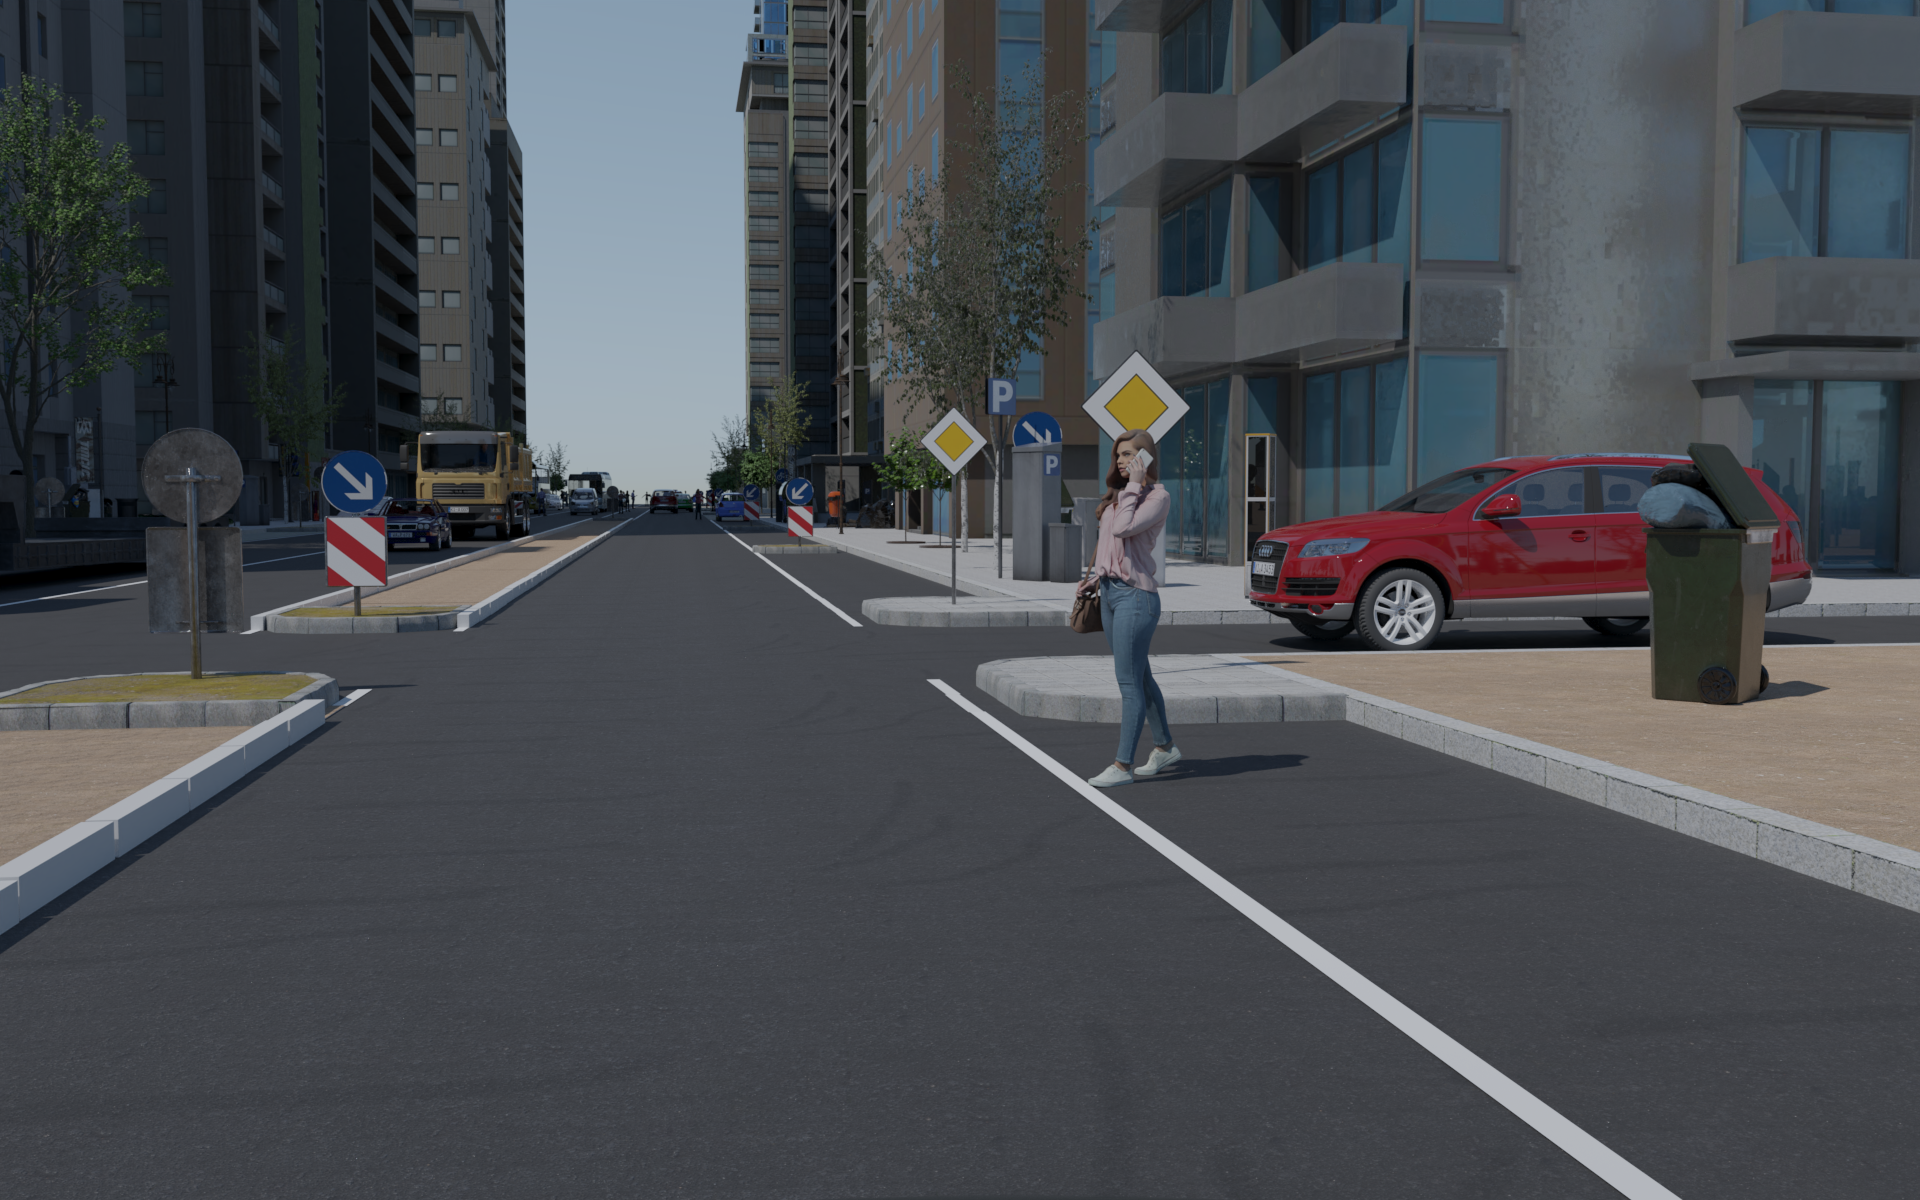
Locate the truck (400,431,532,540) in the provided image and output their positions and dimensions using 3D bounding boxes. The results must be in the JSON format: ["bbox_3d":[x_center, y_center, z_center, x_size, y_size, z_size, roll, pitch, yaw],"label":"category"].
[{"bbox_3d":[-15.553,-3.657,55.710,3.469,3.379,9.791,0,4,-8],"label":"truck"}]

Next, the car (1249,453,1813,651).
[{"bbox_3d":[5.390,-0.483,16.576,5.304,1.827,2.281,-1,4,-10],"label":"car"}]

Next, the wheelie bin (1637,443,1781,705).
[{"bbox_3d":[4.647,-0.177,10.810,0.693,1.594,0.980,3,5,42],"label":"wheelie bin"}]

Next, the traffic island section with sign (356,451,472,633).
[{"bbox_3d":[-6.418,-0.648,18.738,2.006,1.907,1.989,-1,4,-9],"label":"traffic island section with sign"}]

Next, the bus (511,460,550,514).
[{"bbox_3d":[-31.613,-8.227,126.058,2.896,3.916,12.252,-1,4,-9],"label":"bus"}]

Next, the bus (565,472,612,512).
[{"bbox_3d":[-29.307,-8.719,137.407,2.948,3.499,13.247,0,4,-8],"label":"bus"}]

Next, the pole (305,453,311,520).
[{"bbox_3d":[-31.721,-5.528,84.227,0.158,3.312,0.155,0,3,0],"label":"pole"}]

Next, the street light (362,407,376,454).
[{"bbox_3d":[-31.584,-7.331,92.653,0.468,5.910,1.993,-1,4,-9],"label":"street light"}]

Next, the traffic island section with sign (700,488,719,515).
[{"bbox_3d":[-16.648,-6.739,118.804,1.989,1.847,2.006,-1,4,-9],"label":"traffic island section with sign"}]

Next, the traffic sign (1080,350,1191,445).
[{"bbox_3d":[1.225,-0.521,12.167,0.795,2.450,0.064,-1,4,-9],"label":"traffic sign"}]

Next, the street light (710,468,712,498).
[{"bbox_3d":[-36.149,-17.061,251.736,0.468,5.910,1.993,-1,4,-9],"label":"street light"}]

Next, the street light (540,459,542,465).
[{"bbox_3d":[-51.386,-14.661,212.490,0.468,5.910,1.993,-1,4,-9],"label":"street light"}]

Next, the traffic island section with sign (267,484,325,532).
[{"bbox_3d":[-25.124,-3.499,65.835,1.989,1.847,2.006,-1,4,-9],"label":"traffic island section with sign"}]

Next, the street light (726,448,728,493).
[{"bbox_3d":[-22.662,-12.002,169.025,0.468,5.910,1.993,-1,4,-9],"label":"street light"}]

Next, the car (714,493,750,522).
[{"bbox_3d":[-12.056,-5.025,91.745,1.945,1.707,3.694,-1,4,-10],"label":"car"}]

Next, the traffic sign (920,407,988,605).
[{"bbox_3d":[-0.074,-1.003,20.046,0.795,2.450,0.064,-1,4,-9],"label":"traffic sign"}]

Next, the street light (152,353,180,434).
[{"bbox_3d":[-25.504,-5.075,55.757,0.468,5.910,1.993,-1,4,-9],"label":"street light"}]

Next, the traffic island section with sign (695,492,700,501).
[{"bbox_3d":[-21.040,-8.365,145.400,1.989,1.847,2.006,-1,4,-9],"label":"traffic island section with sign"}]

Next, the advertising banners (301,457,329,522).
[{"bbox_3d":[-30.287,-5.206,81.303,0.090,3.025,2.074,1,4,19],"label":"advertising banners"}]

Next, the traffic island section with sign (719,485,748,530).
[{"bbox_3d":[-8.482,-3.709,69.269,1.989,1.847,2.006,-1,4,-9],"label":"traffic island section with sign"}]

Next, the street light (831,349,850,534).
[{"bbox_3d":[-3.794,-5.042,55.221,0.468,5.910,1.993,-1,4,-9],"label":"street light"}]

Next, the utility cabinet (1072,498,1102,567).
[{"bbox_3d":[2.268,-1.206,30.875,0.306,1.237,1.020,1,4,20],"label":"utility cabinet"}]

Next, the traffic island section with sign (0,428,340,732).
[{"bbox_3d":[-5.223,-0.201,11.428,2.006,1.907,1.989,-1,4,-9],"label":"traffic island section with sign"}]

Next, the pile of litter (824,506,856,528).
[{"bbox_3d":[-4.437,-3.225,66.694,1.719,0.858,1.176,-1,4,-10],"label":"pile of litter"}]

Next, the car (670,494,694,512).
[{"bbox_3d":[-22.206,-7.907,138.079,1.959,1.807,4.718,-1,4,-11],"label":"car"}]

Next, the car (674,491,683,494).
[{"bbox_3d":[-32.308,-11.511,196.874,2.281,1.827,5.304,0,4,-8],"label":"car"}]

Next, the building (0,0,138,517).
[{"bbox_3d":[-40.584,-31.146,51.239,21.231,58.520,28.212,-1,4,-9],"label":"building"}]

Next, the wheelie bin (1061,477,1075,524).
[{"bbox_3d":[1.347,-1.208,27.662,0.980,1.594,0.693,-3,5,-39],"label":"wheelie bin"}]

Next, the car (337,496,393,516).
[{"bbox_3d":[-20.402,-2.913,59.996,2.083,1.381,4.827,-1,4,-11],"label":"car"}]

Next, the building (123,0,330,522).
[{"bbox_3d":[-38.808,-24.339,81.544,14.154,41.232,14.086,-1,4,-9],"label":"building"}]

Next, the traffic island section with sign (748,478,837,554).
[{"bbox_3d":[-4.104,-2.082,42.671,1.989,1.847,2.006,-1,4,-9],"label":"traffic island section with sign"}]

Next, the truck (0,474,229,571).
[{"bbox_3d":[-15.398,-2.289,27.192,2.967,4.110,18.799,0,4,-8],"label":"truck"}]

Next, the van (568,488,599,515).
[{"bbox_3d":[-25.599,-6.785,117.949,2.013,2.044,4.112,0,4,-8],"label":"van"}]

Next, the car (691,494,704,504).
[{"bbox_3d":[-36.506,-14.139,240.757,1.945,1.707,3.694,0,4,-8],"label":"car"}]

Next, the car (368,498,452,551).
[{"bbox_3d":[-14.113,-1.952,44.491,1.945,1.354,3.894,-1,4,-10],"label":"car"}]

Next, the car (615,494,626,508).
[{"bbox_3d":[-36.036,-10.575,182.685,2.009,1.686,4.222,0,4,-8],"label":"car"}]

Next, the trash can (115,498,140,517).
[{"bbox_3d":[-27.553,-2.794,57.328,0.748,1.137,0.748,0,3,0],"label":"trash can"}]

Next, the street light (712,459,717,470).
[{"bbox_3d":[-30.038,-14.748,213.913,0.468,5.910,1.993,-1,4,-9],"label":"street light"}]

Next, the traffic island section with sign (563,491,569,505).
[{"bbox_3d":[-51.163,-13.161,223.816,1.989,1.847,2.006,-1,4,-9],"label":"traffic island section with sign"}]

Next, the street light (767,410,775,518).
[{"bbox_3d":[-10.200,-7.391,93.635,0.468,5.910,1.993,-1,4,-9],"label":"street light"}]

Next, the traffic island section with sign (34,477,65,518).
[{"bbox_3d":[-20.722,-1.867,39.147,1.989,1.847,2.006,-1,4,-9],"label":"traffic island section with sign"}]

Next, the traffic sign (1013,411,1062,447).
[{"bbox_3d":[1.191,-1.633,26.808,0.768,2.556,0.104,0,4,-3],"label":"traffic sign"}]

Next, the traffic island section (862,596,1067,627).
[{"bbox_3d":[-0.052,0.132,20.127,2.009,0.180,2.903,-1,4,-9],"label":"traffic island section"}]

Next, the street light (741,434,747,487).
[{"bbox_3d":[-16.266,-9.657,130.687,0.468,5.910,1.993,-1,4,-9],"label":"street light"}]

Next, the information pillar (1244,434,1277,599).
[{"bbox_3d":[3.677,-1.023,21.213,0.304,2.012,0.304,2,4,26],"label":"information pillar"}]

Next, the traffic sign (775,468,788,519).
[{"bbox_3d":[-8.666,-5.189,84.946,0.768,2.556,0.104,0,4,-3],"label":"traffic sign"}]

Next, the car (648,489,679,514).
[{"bbox_3d":[-22.013,-7.336,128.621,2.281,1.827,5.304,-1,4,-11],"label":"car"}]

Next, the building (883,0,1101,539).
[{"bbox_3d":[5.210,-24.814,55.815,14.600,45.320,14.200,-1,4,-9],"label":"building"}]

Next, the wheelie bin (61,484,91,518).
[{"bbox_3d":[-26.556,-2.701,52.077,0.693,1.594,0.980,-3,5,-44],"label":"wheelie bin"}]

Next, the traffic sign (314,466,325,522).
[{"bbox_3d":[-29.335,-4.866,79.661,0.768,2.556,0.104,0,4,-1],"label":"traffic sign"}]

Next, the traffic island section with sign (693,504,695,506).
[{"bbox_3d":[-29.981,-11.680,199.594,1.989,1.847,2.006,-1,4,-9],"label":"traffic island section with sign"}]

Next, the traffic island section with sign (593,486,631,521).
[{"bbox_3d":[-18.649,-5.183,92.879,2.006,1.907,1.989,-1,4,-9],"label":"traffic island section with sign"}]

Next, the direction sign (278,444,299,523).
[{"bbox_3d":[-30.221,-5.262,78.031,0.876,3.537,0.379,-2,4,-31],"label":"direction sign"}]

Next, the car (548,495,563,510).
[{"bbox_3d":[-36.062,-8.581,152.661,2.083,1.381,4.827,-1,4,-10],"label":"car"}]

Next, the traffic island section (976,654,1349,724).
[{"bbox_3d":[1.247,0.614,12.248,2.009,0.180,2.903,-1,4,-9],"label":"traffic island section"}]

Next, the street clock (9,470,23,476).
[{"bbox_3d":[-27.976,-2.870,51.503,0.471,2.002,0.358,0,4,6],"label":"street clock"}]
